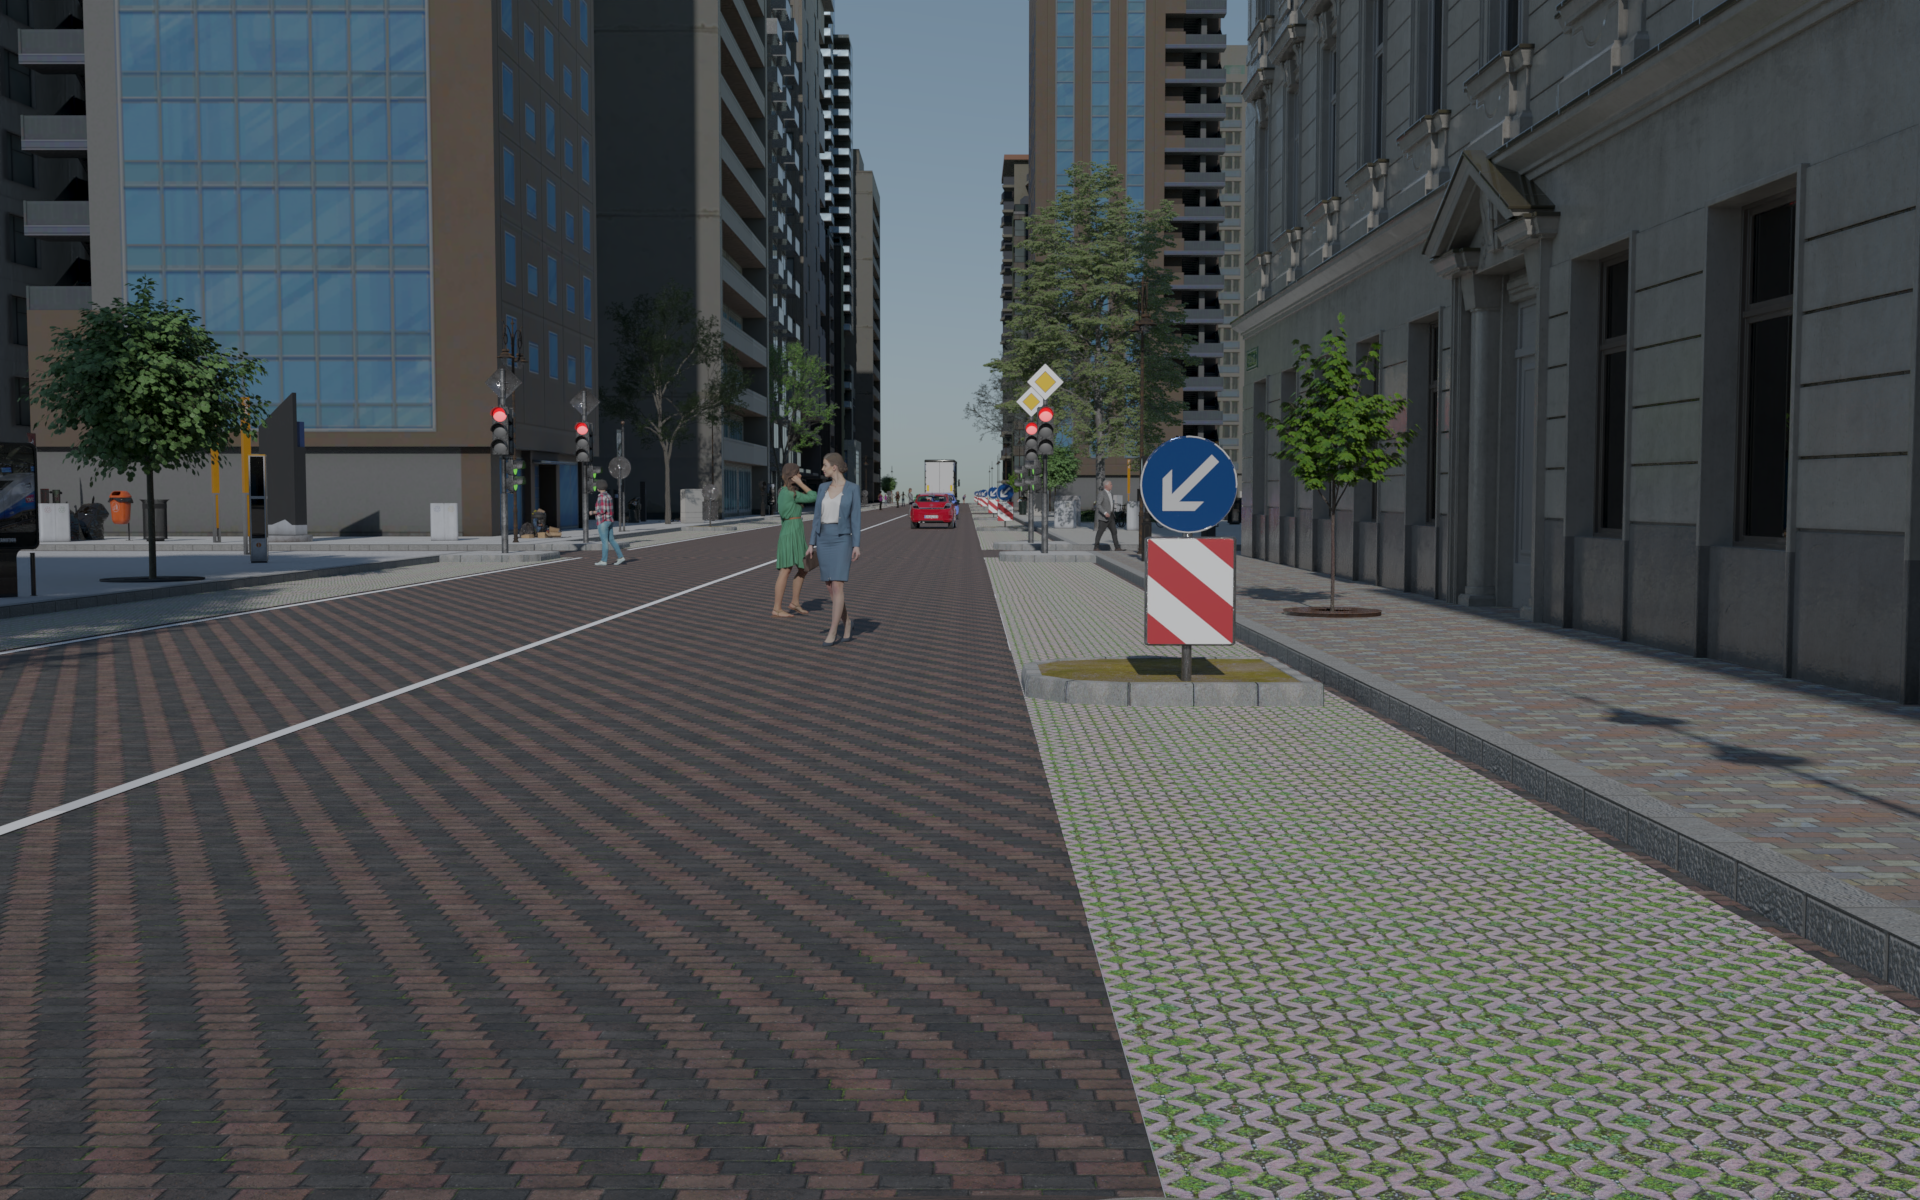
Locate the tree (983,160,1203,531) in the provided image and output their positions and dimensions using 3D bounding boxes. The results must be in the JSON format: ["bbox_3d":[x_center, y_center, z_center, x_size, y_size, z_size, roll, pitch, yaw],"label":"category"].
[{"bbox_3d":[4.604,-8.671,59.900,7.486,12.596,7.792,0,3,0],"label":"tree"}]

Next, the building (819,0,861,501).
[{"bbox_3d":[-23.487,-55.422,218.822,22.319,86.520,31.000,0,4,0],"label":"building"}]

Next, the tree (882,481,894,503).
[{"bbox_3d":[-11.220,-16.476,263.988,1.663,3.219,1.824,0,3,0],"label":"tree"}]

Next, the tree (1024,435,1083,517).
[{"bbox_3d":[5.250,-6.939,97.171,4.285,4.588,4.351,0,3,0],"label":"tree"}]

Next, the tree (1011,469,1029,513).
[{"bbox_3d":[4.721,-7.629,119.337,1.663,3.219,1.824,0,3,0],"label":"tree"}]

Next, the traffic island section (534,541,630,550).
[{"bbox_3d":[-9.856,-1.423,45.549,2.009,0.180,2.903,0,4,0],"label":"traffic island section"}]

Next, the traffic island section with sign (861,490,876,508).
[{"bbox_3d":[-9.409,-10.001,172.151,1.989,1.847,2.006,0,4,0],"label":"traffic island section with sign"}]

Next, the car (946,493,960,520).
[{"bbox_3d":[-0.952,-5.438,98.508,1.945,1.707,3.694,0,4,-2],"label":"car"}]

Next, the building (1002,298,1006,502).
[{"bbox_3d":[12.940,-28.798,242.553,14.160,30.474,14.107,0,4,0],"label":"building"}]

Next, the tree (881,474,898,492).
[{"bbox_3d":[-11.500,-17.809,274.887,4.285,4.588,4.351,0,3,0],"label":"tree"}]

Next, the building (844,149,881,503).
[{"bbox_3d":[-22.474,-38.075,246.228,21.300,48.544,21.600,0,4,0],"label":"building"}]

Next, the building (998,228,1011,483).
[{"bbox_3d":[17.675,-39.425,264.210,23.786,49.044,30.456,0,4,0],"label":"building"}]

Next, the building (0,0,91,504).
[{"bbox_3d":[-36.255,-22.557,52.399,14.086,41.232,14.154,0,4,0],"label":"building"}]

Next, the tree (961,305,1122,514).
[{"bbox_3d":[5.354,-12.204,109.899,12.009,13.543,11.850,0,3,0],"label":"tree"}]

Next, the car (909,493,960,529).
[{"bbox_3d":[-1.099,-3.897,72.754,2.155,1.783,4.494,0,4,2],"label":"car"}]

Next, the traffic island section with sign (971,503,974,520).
[{"bbox_3d":[1.729,-5.265,94.710,1.989,1.847,2.006,0,4,0],"label":"traffic island section with sign"}]

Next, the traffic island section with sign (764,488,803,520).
[{"bbox_3d":[-9.686,-5.308,95.409,1.989,1.847,2.006,0,4,0],"label":"traffic island section with sign"}]

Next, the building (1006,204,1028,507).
[{"bbox_3d":[12.211,-24.632,174.433,14.160,30.474,14.107,0,4,0],"label":"building"}]

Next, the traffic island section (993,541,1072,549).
[{"bbox_3d":[1.886,-1.420,45.503,2.009,0.180,2.903,0,4,0],"label":"traffic island section"}]

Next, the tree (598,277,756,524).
[{"bbox_3d":[-12.257,-8.520,73.707,8.767,10.594,7.601,2,4,26],"label":"tree"}]

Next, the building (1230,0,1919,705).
[{"bbox_3d":[13.681,-14.521,13.840,17.030,29.872,44.131,0,4,0],"label":"building"}]

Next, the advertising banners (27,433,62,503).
[{"bbox_3d":[-26.585,-3.311,50.320,0.090,3.025,2.074,0,4,-4],"label":"advertising banners"}]

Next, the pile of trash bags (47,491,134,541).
[{"bbox_3d":[-24.358,-2.341,48.028,3.447,1.369,1.912,1,4,18],"label":"pile of trash bags"}]

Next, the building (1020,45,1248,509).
[{"bbox_3d":[21.651,-28.286,154.354,32.217,40.220,23.993,0,4,0],"label":"building"}]

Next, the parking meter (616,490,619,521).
[{"bbox_3d":[-16.360,-4.530,82.469,0.372,1.533,0.369,0,3,0],"label":"parking meter"}]

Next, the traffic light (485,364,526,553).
[{"bbox_3d":[-9.843,-2.967,37.429,0.839,4.253,0.868,0,4,0],"label":"traffic light"}]

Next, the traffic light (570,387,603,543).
[{"bbox_3d":[-9.816,-3.455,45.414,0.839,4.253,0.868,0,4,0],"label":"traffic light"}]

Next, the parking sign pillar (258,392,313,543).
[{"bbox_3d":[-18.168,-3.546,46.447,1.447,3.967,1.447,2,4,27],"label":"parking sign pillar"}]

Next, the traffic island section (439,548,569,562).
[{"bbox_3d":[-9.883,-0.935,37.564,2.009,0.180,2.903,0,4,0],"label":"traffic island section"}]

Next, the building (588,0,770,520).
[{"bbox_3d":[-22.438,-28.834,95.130,21.300,48.544,21.600,0,4,0],"label":"building"}]

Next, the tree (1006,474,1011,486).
[{"bbox_3d":[4.081,-8.605,135.300,1.663,3.219,1.824,0,3,0],"label":"tree"}]

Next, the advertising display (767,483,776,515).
[{"bbox_3d":[-11.410,-6.096,104.889,0.123,1.923,0.974,-2,4,-33],"label":"advertising display"}]

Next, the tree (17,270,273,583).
[{"bbox_3d":[-12.098,-2.564,25.642,4.285,4.588,4.351,0,3,0],"label":"tree"}]

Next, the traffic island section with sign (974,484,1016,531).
[{"bbox_3d":[1.630,-3.577,67.119,1.989,1.847,2.006,0,4,0],"label":"traffic island section with sign"}]

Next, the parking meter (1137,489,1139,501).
[{"bbox_3d":[8.605,-4.524,82.384,0.372,1.533,0.369,0,3,0],"label":"parking meter"}]

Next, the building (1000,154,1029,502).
[{"bbox_3d":[16.248,-34.568,219.816,22.147,44.769,28.867,0,4,0],"label":"building"}]

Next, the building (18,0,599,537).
[{"bbox_3d":[-20.630,-24.917,57.503,14.600,45.320,14.200,0,4,0],"label":"building"}]

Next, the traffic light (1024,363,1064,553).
[{"bbox_3d":[1.818,-2.965,37.405,0.839,4.253,0.868,0,4,0],"label":"traffic light"}]

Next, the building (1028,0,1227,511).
[{"bbox_3d":[12.480,-29.645,134.813,14.600,45.320,14.200,0,4,0],"label":"building"}]

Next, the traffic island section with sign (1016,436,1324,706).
[{"bbox_3d":[1.454,-0.240,12.555,1.989,1.847,2.006,0,4,0],"label":"traffic island section with sign"}]

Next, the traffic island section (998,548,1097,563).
[{"bbox_3d":[1.858,-0.932,37.518,2.009,0.180,2.903,0,4,0],"label":"traffic island section"}]

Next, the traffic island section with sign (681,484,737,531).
[{"bbox_3d":[-9.782,-3.617,67.771,1.989,1.847,2.006,0,4,0],"label":"traffic island section with sign"}]

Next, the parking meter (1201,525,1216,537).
[{"bbox_3d":[6.987,-2.625,48.628,0.399,1.863,0.255,-3,4,-37],"label":"parking meter"}]

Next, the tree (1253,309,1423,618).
[{"bbox_3d":[3.962,-1.445,18.220,1.663,3.219,1.824,0,3,0],"label":"tree"}]

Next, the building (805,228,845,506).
[{"bbox_3d":[-19.944,-25.381,186.677,14.160,30.474,14.107,0,4,0],"label":"building"}]

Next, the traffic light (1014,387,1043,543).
[{"bbox_3d":[1.846,-3.454,45.390,0.839,4.253,0.868,0,4,0],"label":"traffic light"}]

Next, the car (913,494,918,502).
[{"bbox_3d":[-4.930,-12.987,221.126,1.959,1.807,4.718,0,4,2],"label":"car"}]

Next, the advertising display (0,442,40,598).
[{"bbox_3d":[-11.875,-0.990,21.399,0.123,1.923,0.974,2,4,29],"label":"advertising display"}]

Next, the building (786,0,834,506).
[{"bbox_3d":[-27.024,-35.154,164.009,28.713,52.752,27.495,0,4,0],"label":"building"}]

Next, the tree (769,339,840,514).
[{"bbox_3d":[-11.633,-11.395,112.060,9.928,11.665,9.643,0,3,0],"label":"tree"}]

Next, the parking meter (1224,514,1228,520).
[{"bbox_3d":[13.026,-4.633,84.166,0.372,1.533,0.369,0,3,0],"label":"parking meter"}]

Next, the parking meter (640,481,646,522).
[{"bbox_3d":[-14.712,-4.569,80.418,0.255,1.863,0.399,0,4,-6],"label":"parking meter"}]

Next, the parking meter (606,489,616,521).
[{"bbox_3d":[-16.642,-4.504,82.048,0.372,1.533,0.369,0,3,0],"label":"parking meter"}]

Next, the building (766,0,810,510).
[{"bbox_3d":[-24.425,-31.532,135.155,23.786,49.044,30.456,0,4,0],"label":"building"}]
